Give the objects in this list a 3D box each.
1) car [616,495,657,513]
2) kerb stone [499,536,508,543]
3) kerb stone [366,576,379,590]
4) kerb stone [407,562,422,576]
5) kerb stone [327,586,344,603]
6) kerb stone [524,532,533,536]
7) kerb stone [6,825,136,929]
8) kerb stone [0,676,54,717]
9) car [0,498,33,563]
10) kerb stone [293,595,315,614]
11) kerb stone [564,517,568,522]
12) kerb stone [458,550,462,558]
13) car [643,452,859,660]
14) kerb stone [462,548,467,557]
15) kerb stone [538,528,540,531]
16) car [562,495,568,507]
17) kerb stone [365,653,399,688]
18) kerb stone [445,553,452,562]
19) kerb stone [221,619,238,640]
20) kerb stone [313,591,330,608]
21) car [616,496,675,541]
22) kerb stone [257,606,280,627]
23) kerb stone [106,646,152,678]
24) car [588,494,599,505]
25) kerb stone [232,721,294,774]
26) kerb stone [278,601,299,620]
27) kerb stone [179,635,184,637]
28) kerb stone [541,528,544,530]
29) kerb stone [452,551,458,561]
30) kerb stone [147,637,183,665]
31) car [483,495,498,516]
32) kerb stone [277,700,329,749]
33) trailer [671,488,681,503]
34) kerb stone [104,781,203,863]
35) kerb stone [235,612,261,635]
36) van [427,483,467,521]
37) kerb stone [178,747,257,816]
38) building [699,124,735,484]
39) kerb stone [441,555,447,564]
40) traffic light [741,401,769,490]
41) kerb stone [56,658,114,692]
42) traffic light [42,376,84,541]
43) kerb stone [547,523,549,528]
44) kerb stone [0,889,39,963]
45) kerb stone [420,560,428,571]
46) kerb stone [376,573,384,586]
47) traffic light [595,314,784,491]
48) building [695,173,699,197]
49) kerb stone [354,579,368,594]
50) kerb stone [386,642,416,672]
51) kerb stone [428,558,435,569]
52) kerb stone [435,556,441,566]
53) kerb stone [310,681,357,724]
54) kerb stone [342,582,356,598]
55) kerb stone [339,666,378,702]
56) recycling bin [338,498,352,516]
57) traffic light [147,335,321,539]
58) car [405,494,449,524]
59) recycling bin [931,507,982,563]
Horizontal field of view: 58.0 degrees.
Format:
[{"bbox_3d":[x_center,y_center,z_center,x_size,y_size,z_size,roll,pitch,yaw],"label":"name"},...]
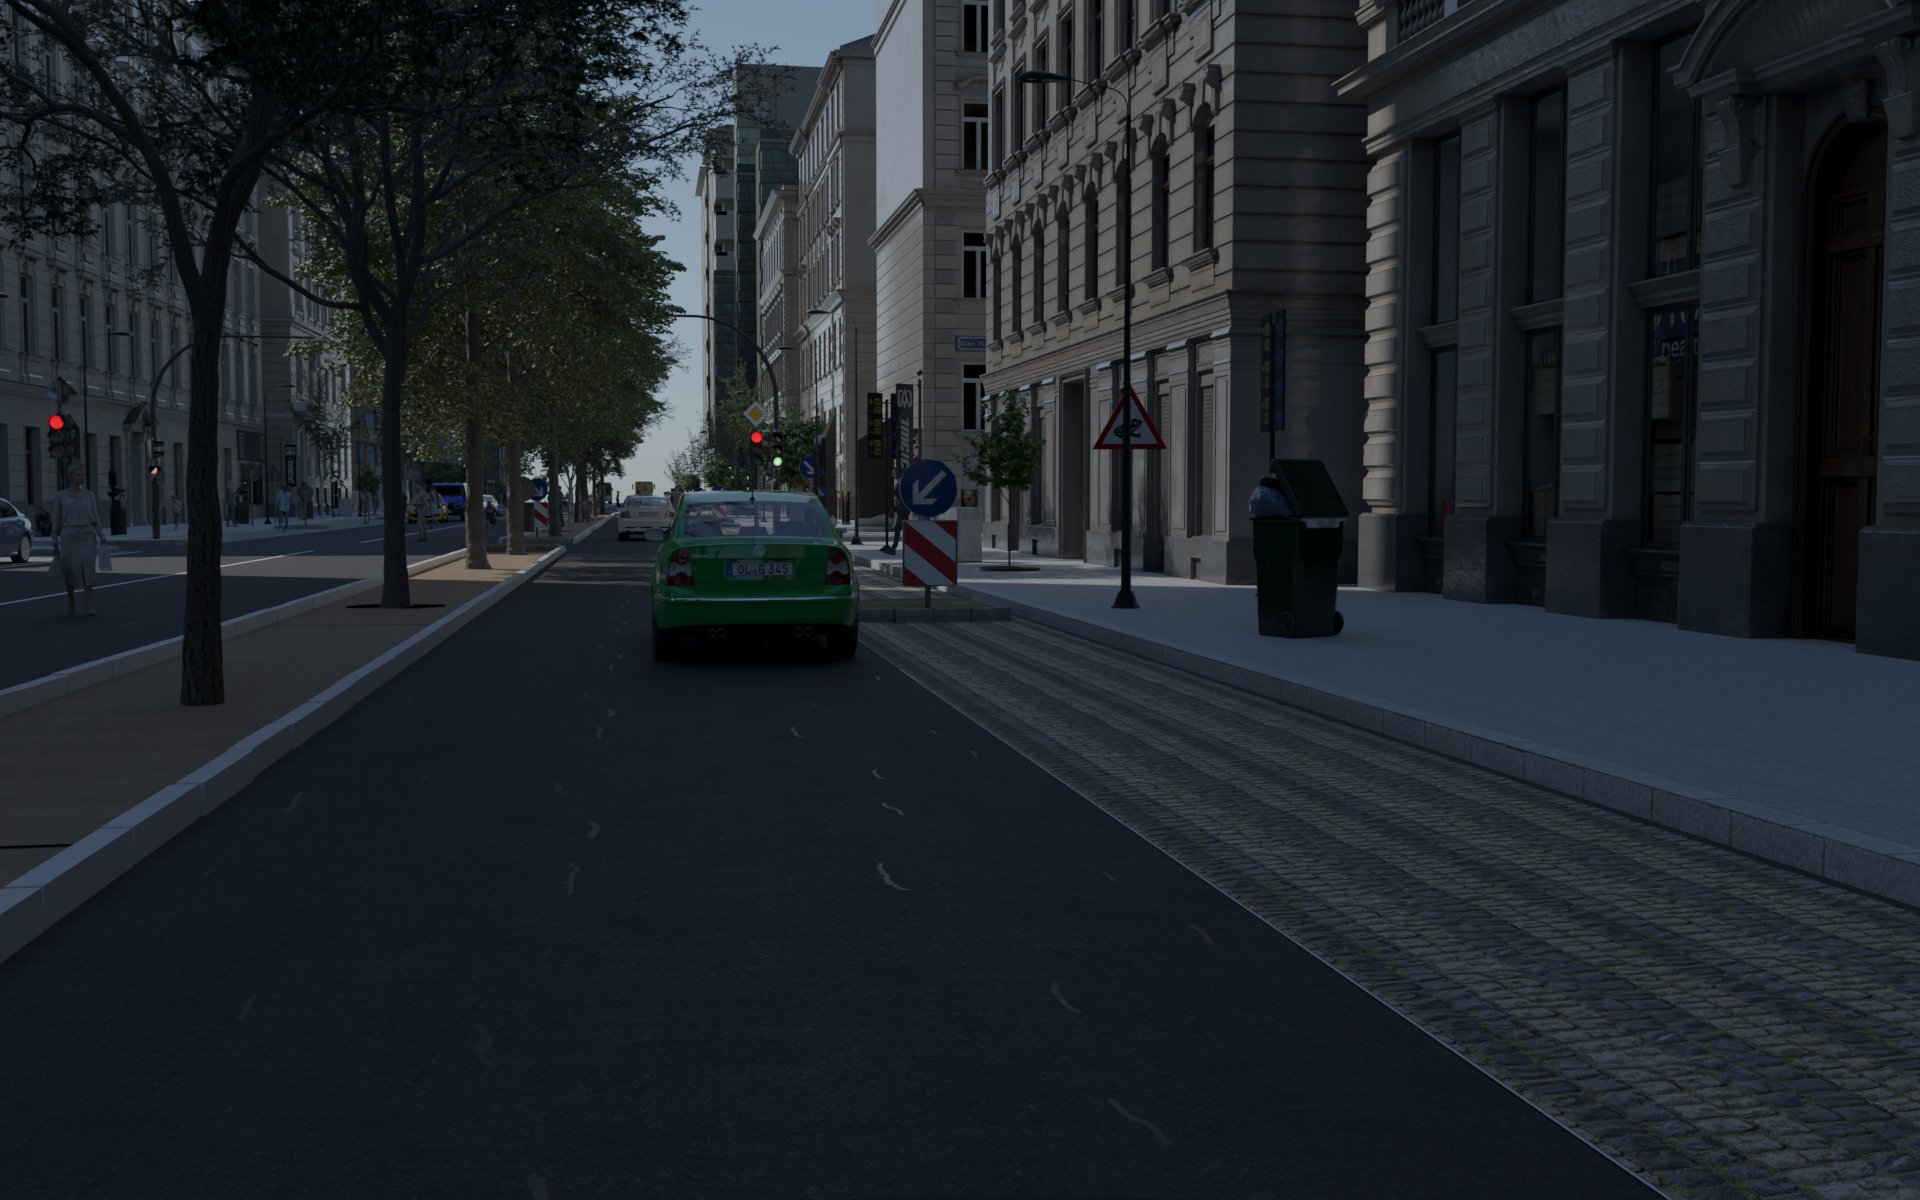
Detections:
[{"bbox_3d":[-12.320,-3.377,67.209,2.014,1.417,4.499,-1,4,-11],"label":"car"},{"bbox_3d":[-13.424,-1.746,50.787,0.120,0.150,1.000,-1,4,-10],"label":"kerb stone"},{"bbox_3d":[-8.891,-0.230,25.955,0.120,0.150,1.000,-1,4,-10],"label":"kerb stone"},{"bbox_3d":[-9.812,-0.539,31.007,0.120,0.150,1.000,-1,4,-10],"label":"kerb stone"},{"bbox_3d":[-8.341,-0.045,22.926,0.120,0.150,1.000,-1,4,-10],"label":"kerb stone"},{"bbox_3d":[-15.440,-2.428,61.887,0.120,0.150,1.000,-1,4,-10],"label":"kerb stone"},{"bbox_3d":[-3.154,0.982,6.165,0.120,0.150,1.000,-1,4,-10],"label":"kerb stone"},{"bbox_3d":[-6.325,0.642,11.839,0.120,0.150,1.000,-1,4,-10],"label":"kerb stone"},{"bbox_3d":[-19.985,-1.374,34.469,2.014,1.417,4.499,-1,4,-10],"label":"car"},{"bbox_3d":[-7.978,0.079,20.903,0.120,0.150,1.000,-1,4,-10],"label":"kerb stone"},{"bbox_3d":[-21.324,-4.395,94.123,0.120,0.150,1.000,-1,4,-10],"label":"kerb stone"},{"bbox_3d":[-11.109,-0.971,38.077,0.120,0.150,1.000,-1,4,-10],"label":"kerb stone"},{"bbox_3d":[-2.022,-0.467,16.424,1.959,1.807,4.718,-1,4,-10],"label":"car"},{"bbox_3d":[-11.286,-1.033,39.088,0.120,0.150,1.000,-1,4,-10],"label":"kerb stone"},{"bbox_3d":[-16.180,-2.674,65.913,0.120,0.150,1.000,-1,4,-10],"label":"kerb stone"},{"bbox_3d":[-45.522,-11.292,197.207,1.945,1.354,3.894,-1,4,-10],"label":"car"},{"bbox_3d":[-4.440,0.548,13.235,0.120,0.150,1.000,-1,4,-10],"label":"kerb stone"},{"bbox_3d":[-10.737,-0.844,36.055,0.120,0.150,1.000,-1,4,-10],"label":"kerb stone"},{"bbox_3d":[-7.237,0.326,16.868,0.120,0.150,1.000,-1,4,-10],"label":"kerb stone"},{"bbox_3d":[-8.156,0.017,21.914,0.120,0.150,1.000,-1,4,-10],"label":"kerb stone"},{"bbox_3d":[-9.832,-2.593,54.761,2.083,1.381,4.827,-1,4,-9],"label":"car"},{"bbox_3d":[-7.613,0.203,18.883,0.120,0.150,1.000,-1,4,-10],"label":"kerb stone"},{"bbox_3d":[-6.686,0.510,13.851,0.120,0.150,1.000,-1,4,-10],"label":"kerb stone"},{"bbox_3d":[-41.547,-11.354,195.868,2.015,1.641,3.980,-1,4,-11],"label":"car"},{"bbox_3d":[-3.716,0.798,9.201,0.120,0.150,1.000,-1,4,-10],"label":"kerb stone"},{"bbox_3d":[-7.789,0.146,19.898,0.120,0.150,1.000,-1,4,-10],"label":"kerb stone"},{"bbox_3d":[-7.053,0.397,15.863,0.120,0.150,1.000,-1,4,-10],"label":"kerb stone"},{"bbox_3d":[-16.738,-2.859,68.935,0.120,0.150,1.000,-1,4,-10],"label":"kerb stone"},{"bbox_3d":[-10.915,-0.909,37.064,0.120,0.150,1.000,-1,4,-10],"label":"kerb stone"},{"bbox_3d":[-6.870,0.453,14.857,0.120,0.150,1.000,-1,4,-10],"label":"kerb stone"},{"bbox_3d":[-31.182,-6.150,112.920,2.083,1.381,4.827,-1,4,-11],"label":"car"},{"bbox_3d":[-3.889,0.739,10.209,0.120,0.150,1.000,-1,4,-10],"label":"kerb stone"},{"bbox_3d":[-27.482,-9.816,167.542,1.471,1.999,3.904,-1,4,-11],"label":"trailer"},{"bbox_3d":[-3.341,0.920,7.179,0.120,0.150,1.000,-1,4,-10],"label":"kerb stone"},{"bbox_3d":[-7.417,0.264,17.876,0.120,0.150,1.000,-1,4,-10],"label":"kerb stone"},{"bbox_3d":[-27.235,-5.388,92.481,2.240,2.365,5.245,-1,4,-11],"label":"van"},{"bbox_3d":[-3.510,0.857,8.187,0.120,0.150,1.000,-1,4,-10],"label":"kerb stone"},{"bbox_3d":[-21.451,-40.140,245.527,28.713,52.752,27.495,-1,4,-10],"label":"building"},{"bbox_3d":[-10.552,-0.786,35.050,0.120,0.150,1.000,-1,4,-10],"label":"kerb stone"},{"bbox_3d":[-6.161,-3.871,52.215,0.839,4.253,0.868,-1,4,-10],"label":"traffic light"},{"bbox_3d":[-6.510,0.572,12.844,0.120,0.150,1.000,-1,4,-10],"label":"kerb stone"},{"bbox_3d":[-21.414,-3.204,41.313,0.839,4.253,0.868,-1,4,-10],"label":"traffic light"},{"bbox_3d":[-17.284,-3.044,71.960,0.120,0.150,1.000,-1,4,-10],"label":"kerb stone"},{"bbox_3d":[-2.967,1.044,5.156,0.120,0.150,1.000,-1,4,-10],"label":"kerb stone"},{"bbox_3d":[-10.003,-0.601,32.027,0.120,0.150,1.000,-1,4,-10],"label":"kerb stone"},{"bbox_3d":[-9.084,-0.291,26.959,0.120,0.150,1.000,-1,4,-10],"label":"kerb stone"},{"bbox_3d":[-6.771,-4.231,43.845,4.771,5.953,1.251,-1,4,-10],"label":"traffic light"},{"bbox_3d":[-26.597,-41.789,272.487,28.713,52.752,27.495,-1,4,-10],"label":"building"},{"bbox_3d":[-8.706,-0.168,24.943,0.120,0.150,1.000,-1,4,-10],"label":"kerb stone"},{"bbox_3d":[-4.627,0.486,14.247,0.120,0.150,1.000,-1,4,-10],"label":"kerb stone"},{"bbox_3d":[-10.190,-0.663,33.037,0.120,0.150,1.000,-1,4,-10],"label":"kerb stone"},{"bbox_3d":[-10.370,-0.724,34.044,0.120,0.150,1.000,-1,4,-10],"label":"kerb stone"},{"bbox_3d":[-4.067,0.672,11.216,0.120,0.150,1.000,-1,4,-10],"label":"kerb stone"},{"bbox_3d":[-8.527,-0.106,23.936,0.120,0.150,1.000,-1,4,-10],"label":"kerb stone"},{"bbox_3d":[-4.263,0.610,12.219,0.120,0.150,1.000,-1,4,-10],"label":"kerb stone"},{"bbox_3d":[-35.616,-5.358,100.157,0.722,1.027,0.722,-2,4,-34],"label":"recycling bin"},{"bbox_3d":[-20.803,-4.582,49.576,4.771,5.953,1.251,-1,4,-10],"label":"traffic light"},{"bbox_3d":[-26.240,-4.599,85.425,2.015,1.641,3.980,-1,4,-12],"label":"car"},{"bbox_3d":[-0.067,-1.231,32.679,0.722,1.027,0.722,3,5,40],"label":"recycling bin"}]
